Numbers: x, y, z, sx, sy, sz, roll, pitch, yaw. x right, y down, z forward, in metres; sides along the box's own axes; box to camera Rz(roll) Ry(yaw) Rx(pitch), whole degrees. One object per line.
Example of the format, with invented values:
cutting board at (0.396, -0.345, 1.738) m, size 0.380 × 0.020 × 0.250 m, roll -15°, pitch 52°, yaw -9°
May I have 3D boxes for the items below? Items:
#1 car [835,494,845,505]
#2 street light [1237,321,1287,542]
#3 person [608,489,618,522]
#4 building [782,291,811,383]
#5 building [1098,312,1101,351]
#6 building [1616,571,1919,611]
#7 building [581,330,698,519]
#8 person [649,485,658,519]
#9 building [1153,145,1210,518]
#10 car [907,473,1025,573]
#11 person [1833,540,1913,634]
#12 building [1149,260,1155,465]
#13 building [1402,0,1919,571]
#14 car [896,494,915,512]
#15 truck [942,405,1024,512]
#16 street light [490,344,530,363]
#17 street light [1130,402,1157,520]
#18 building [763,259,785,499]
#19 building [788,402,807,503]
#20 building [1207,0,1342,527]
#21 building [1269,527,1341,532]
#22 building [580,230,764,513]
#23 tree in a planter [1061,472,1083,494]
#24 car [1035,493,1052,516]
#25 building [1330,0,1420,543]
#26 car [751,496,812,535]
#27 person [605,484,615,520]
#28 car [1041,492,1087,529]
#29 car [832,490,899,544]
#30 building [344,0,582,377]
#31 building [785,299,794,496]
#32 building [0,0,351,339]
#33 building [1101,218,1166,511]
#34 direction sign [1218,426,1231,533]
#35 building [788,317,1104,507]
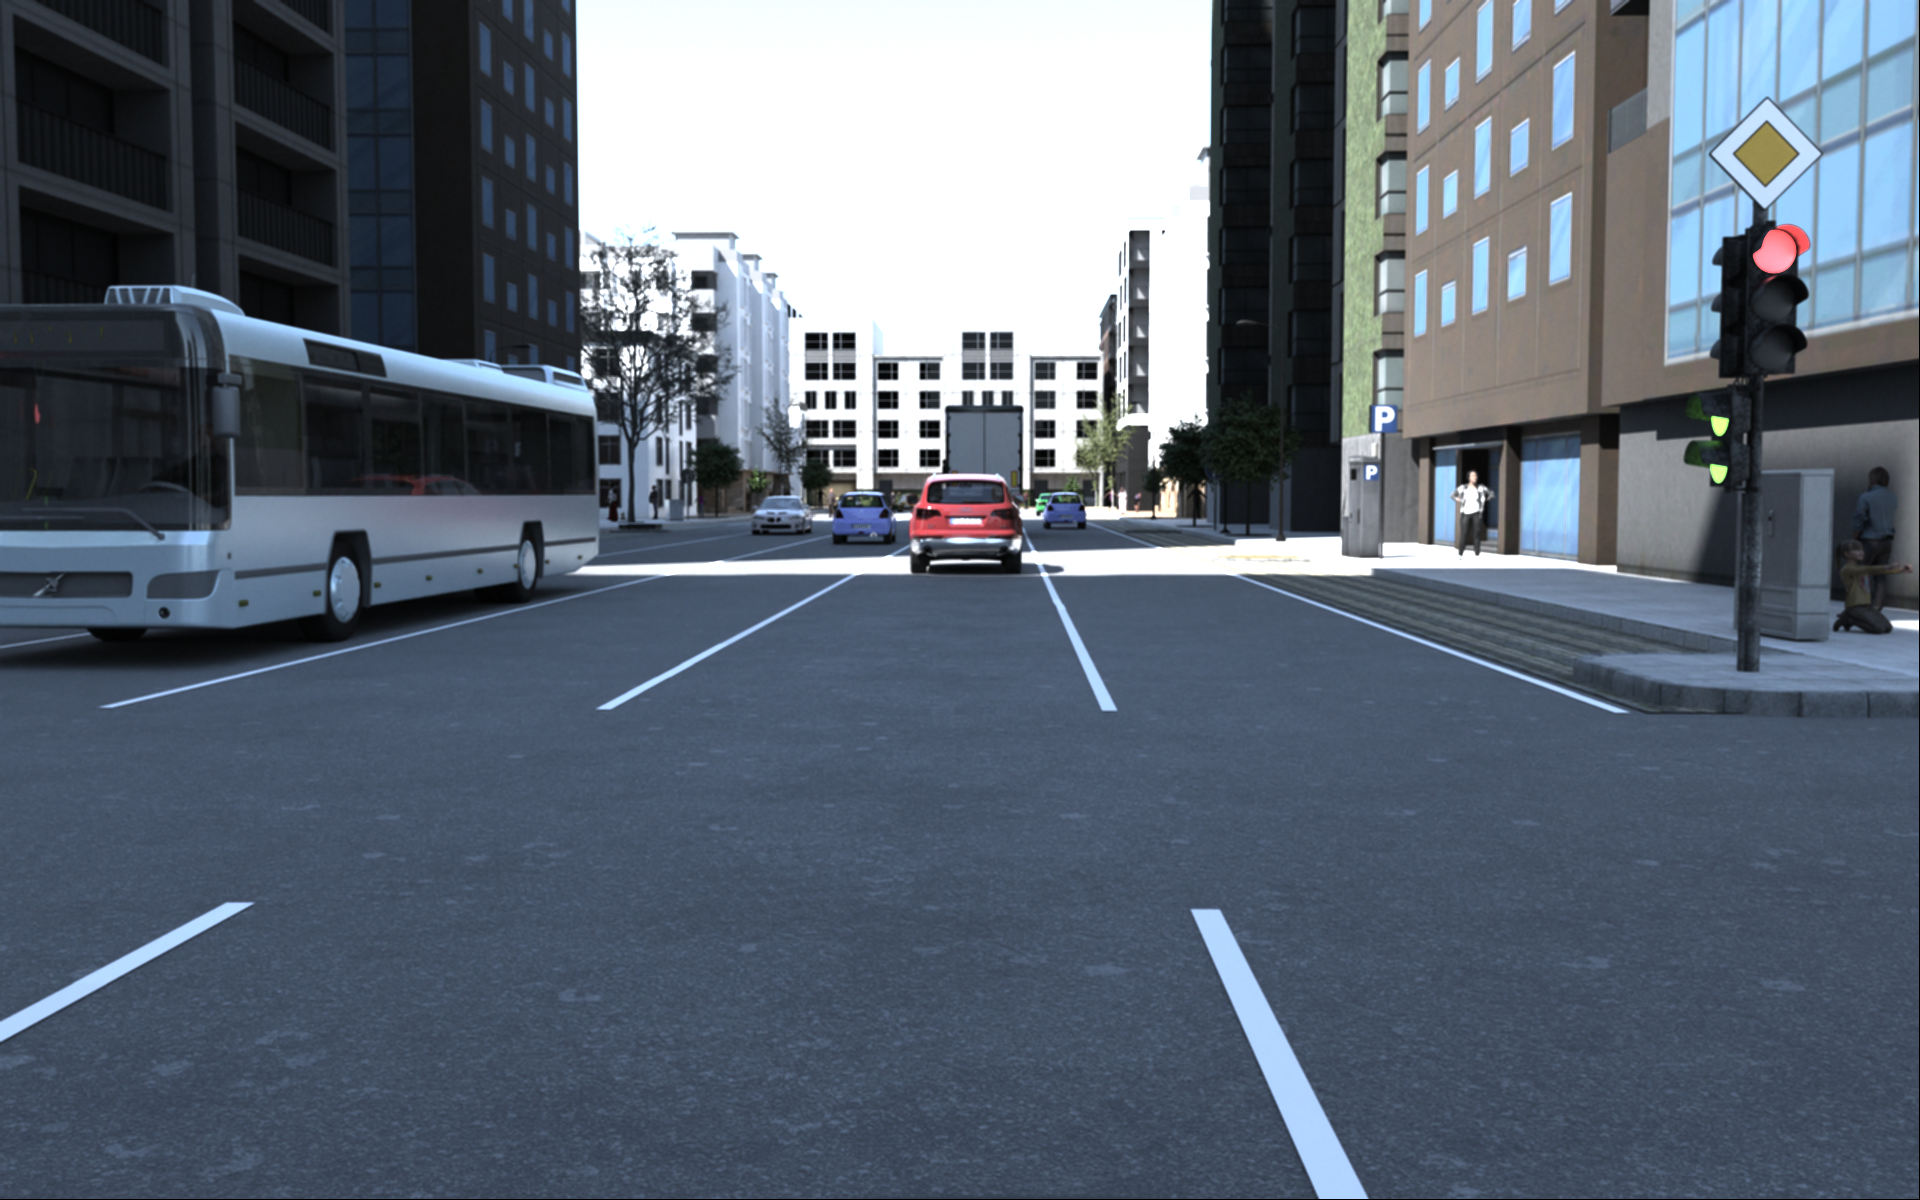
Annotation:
car at (-8.100, -7.122, 126.228) m, size 2.009 × 1.686 × 4.222 m, roll 0°, pitch 4°, yaw 1°
street light at (8.105, -4.523, 46.500) m, size 1.470 × 5.913 × 1.316 m, roll 0°, pitch 4°, yaw 2°
person at (-16.073, -4.393, 80.339) m, size 0.387 × 1.526 × 0.523 m, roll 1°, pitch 4°, yaw 18°
building at (-33.566, -21.062, 188.346) m, size 32.646 × 21.610 × 27.936 m, roll 0°, pitch 4°, yaw 2°
building at (31.872, -20.971, 186.845) m, size 32.646 × 21.610 × 27.936 m, roll 0°, pitch 4°, yaw 2°
building at (17.245, -22.604, 19.693) m, size 14.200 × 45.320 × 14.600 m, roll 0°, pitch 4°, yaw 2°
building at (-20.060, -9.838, 102.994) m, size 9.099 × 9.664 × 28.070 m, roll 0°, pitch 4°, yaw 2°
person at (-15.652, -4.989, 88.441) m, size 0.431 × 1.722 × 0.655 m, roll -1°, pitch 4°, yaw -10°
building at (19.844, -14.875, 99.634) m, size 16.016 × 20.091 × 11.380 m, roll 0°, pitch 4°, yaw 2°
car at (0.109, -1.478, 32.843) m, size 2.281 × 1.827 × 5.304 m, roll 0°, pitch 3°, yaw 0°
person at (8.401, -0.122, 15.962) m, size 0.347 × 0.859 × 0.695 m, roll -2°, pitch 4°, yaw -31°
building at (20.821, -15.582, 111.181) m, size 16.016 × 20.091 × 11.380 m, roll 0°, pitch 4°, yaw 2°
building at (18.089, -23.605, 36.058) m, size 14.600 × 45.320 × 14.200 m, roll 0°, pitch 4°, yaw 2°
car at (-4.083, -7.849, 138.558) m, size 2.015 × 1.641 × 3.980 m, roll 0°, pitch 4°, yaw 3°
truck at (0.764, -4.366, 60.305) m, size 2.839 × 4.237 × 11.283 m, roll 0°, pitch 3°, yaw 0°
street light at (-14.018, -4.973, 53.844) m, size 1.470 × 5.913 × 1.316 m, roll 0°, pitch 4°, yaw 2°
street light at (9.223, -7.008, 87.130) m, size 1.470 × 5.913 × 1.316 m, roll 0°, pitch 4°, yaw 2°
building at (-22.474, -16.965, 133.796) m, size 16.016 × 20.091 × 11.380 m, roll 0°, pitch 4°, yaw 2°
building at (-28.458, -13.233, 158.499) m, size 28.070 × 9.664 × 9.099 m, roll 0°, pitch 4°, yaw 2°
building at (18.283, -18.836, 79.677) m, size 14.160 × 30.474 × 14.107 m, roll 0°, pitch 4°, yaw 2°
building at (18.476, -17.926, 64.798) m, size 14.160 × 30.474 × 14.107 m, roll 0°, pitch 4°, yaw 2°
building at (-22.898, -16.271, 122.445) m, size 16.016 × 20.091 × 11.380 m, roll 0°, pitch 4°, yaw 2°
tree in a planter at (9.185, -8.841, 141.777) m, size 1.991 × 3.239 × 1.994 m, roll 0°, pitch 4°, yaw 2°
car at (5.915, -6.442, 114.130) m, size 1.959 × 1.807 × 4.718 m, roll 0°, pitch 4°, yaw 3°
building at (18.086, -22.435, 50.405) m, size 14.154 × 41.232 × 14.086 m, roll 0°, pitch 4°, yaw 2°
car at (-6.418, -3.078, 62.694) m, size 2.083 × 1.381 × 4.827 m, roll 0°, pitch 4°, yaw 0°
person at (-17.493, -4.911, 86.488) m, size 0.789 × 1.805 × 0.875 m, roll -1°, pitch 4°, yaw -19°
car at (4.351, -3.835, 72.296) m, size 1.945 × 1.707 × 3.694 m, roll 0°, pitch 4°, yaw 1°
car at (-2.772, -2.513, 50.674) m, size 1.945 × 1.707 × 3.694 m, roll 0°, pitch 4°, yaw 0°
building at (-22.482, -25.225, 62.538) m, size 14.600 × 45.320 × 14.200 m, roll 0°, pitch 4°, yaw 2°
building at (-22.352, -17.661, 145.177) m, size 16.016 × 20.091 × 11.380 m, roll 0°, pitch 4°, yaw 2°
building at (-22.857, -36.542, 35.707) m, size 20.563 × 71.187 × 20.611 m, roll 0°, pitch 4°, yaw 2°
building at (26.855, -18.370, 144.317) m, size 27.936 × 21.610 × 32.646 m, roll 0°, pitch 4°, yaw 2°
direction sign at (8.727, -3.969, 56.887) m, size 0.876 × 3.537 × 0.379 m, roll 1°, pitch 4°, yaw 12°
building at (-1.213, -19.282, 181.719) m, size 31.486 × 18.905 × 16.747 m, roll 0°, pitch 4°, yaw 2°
